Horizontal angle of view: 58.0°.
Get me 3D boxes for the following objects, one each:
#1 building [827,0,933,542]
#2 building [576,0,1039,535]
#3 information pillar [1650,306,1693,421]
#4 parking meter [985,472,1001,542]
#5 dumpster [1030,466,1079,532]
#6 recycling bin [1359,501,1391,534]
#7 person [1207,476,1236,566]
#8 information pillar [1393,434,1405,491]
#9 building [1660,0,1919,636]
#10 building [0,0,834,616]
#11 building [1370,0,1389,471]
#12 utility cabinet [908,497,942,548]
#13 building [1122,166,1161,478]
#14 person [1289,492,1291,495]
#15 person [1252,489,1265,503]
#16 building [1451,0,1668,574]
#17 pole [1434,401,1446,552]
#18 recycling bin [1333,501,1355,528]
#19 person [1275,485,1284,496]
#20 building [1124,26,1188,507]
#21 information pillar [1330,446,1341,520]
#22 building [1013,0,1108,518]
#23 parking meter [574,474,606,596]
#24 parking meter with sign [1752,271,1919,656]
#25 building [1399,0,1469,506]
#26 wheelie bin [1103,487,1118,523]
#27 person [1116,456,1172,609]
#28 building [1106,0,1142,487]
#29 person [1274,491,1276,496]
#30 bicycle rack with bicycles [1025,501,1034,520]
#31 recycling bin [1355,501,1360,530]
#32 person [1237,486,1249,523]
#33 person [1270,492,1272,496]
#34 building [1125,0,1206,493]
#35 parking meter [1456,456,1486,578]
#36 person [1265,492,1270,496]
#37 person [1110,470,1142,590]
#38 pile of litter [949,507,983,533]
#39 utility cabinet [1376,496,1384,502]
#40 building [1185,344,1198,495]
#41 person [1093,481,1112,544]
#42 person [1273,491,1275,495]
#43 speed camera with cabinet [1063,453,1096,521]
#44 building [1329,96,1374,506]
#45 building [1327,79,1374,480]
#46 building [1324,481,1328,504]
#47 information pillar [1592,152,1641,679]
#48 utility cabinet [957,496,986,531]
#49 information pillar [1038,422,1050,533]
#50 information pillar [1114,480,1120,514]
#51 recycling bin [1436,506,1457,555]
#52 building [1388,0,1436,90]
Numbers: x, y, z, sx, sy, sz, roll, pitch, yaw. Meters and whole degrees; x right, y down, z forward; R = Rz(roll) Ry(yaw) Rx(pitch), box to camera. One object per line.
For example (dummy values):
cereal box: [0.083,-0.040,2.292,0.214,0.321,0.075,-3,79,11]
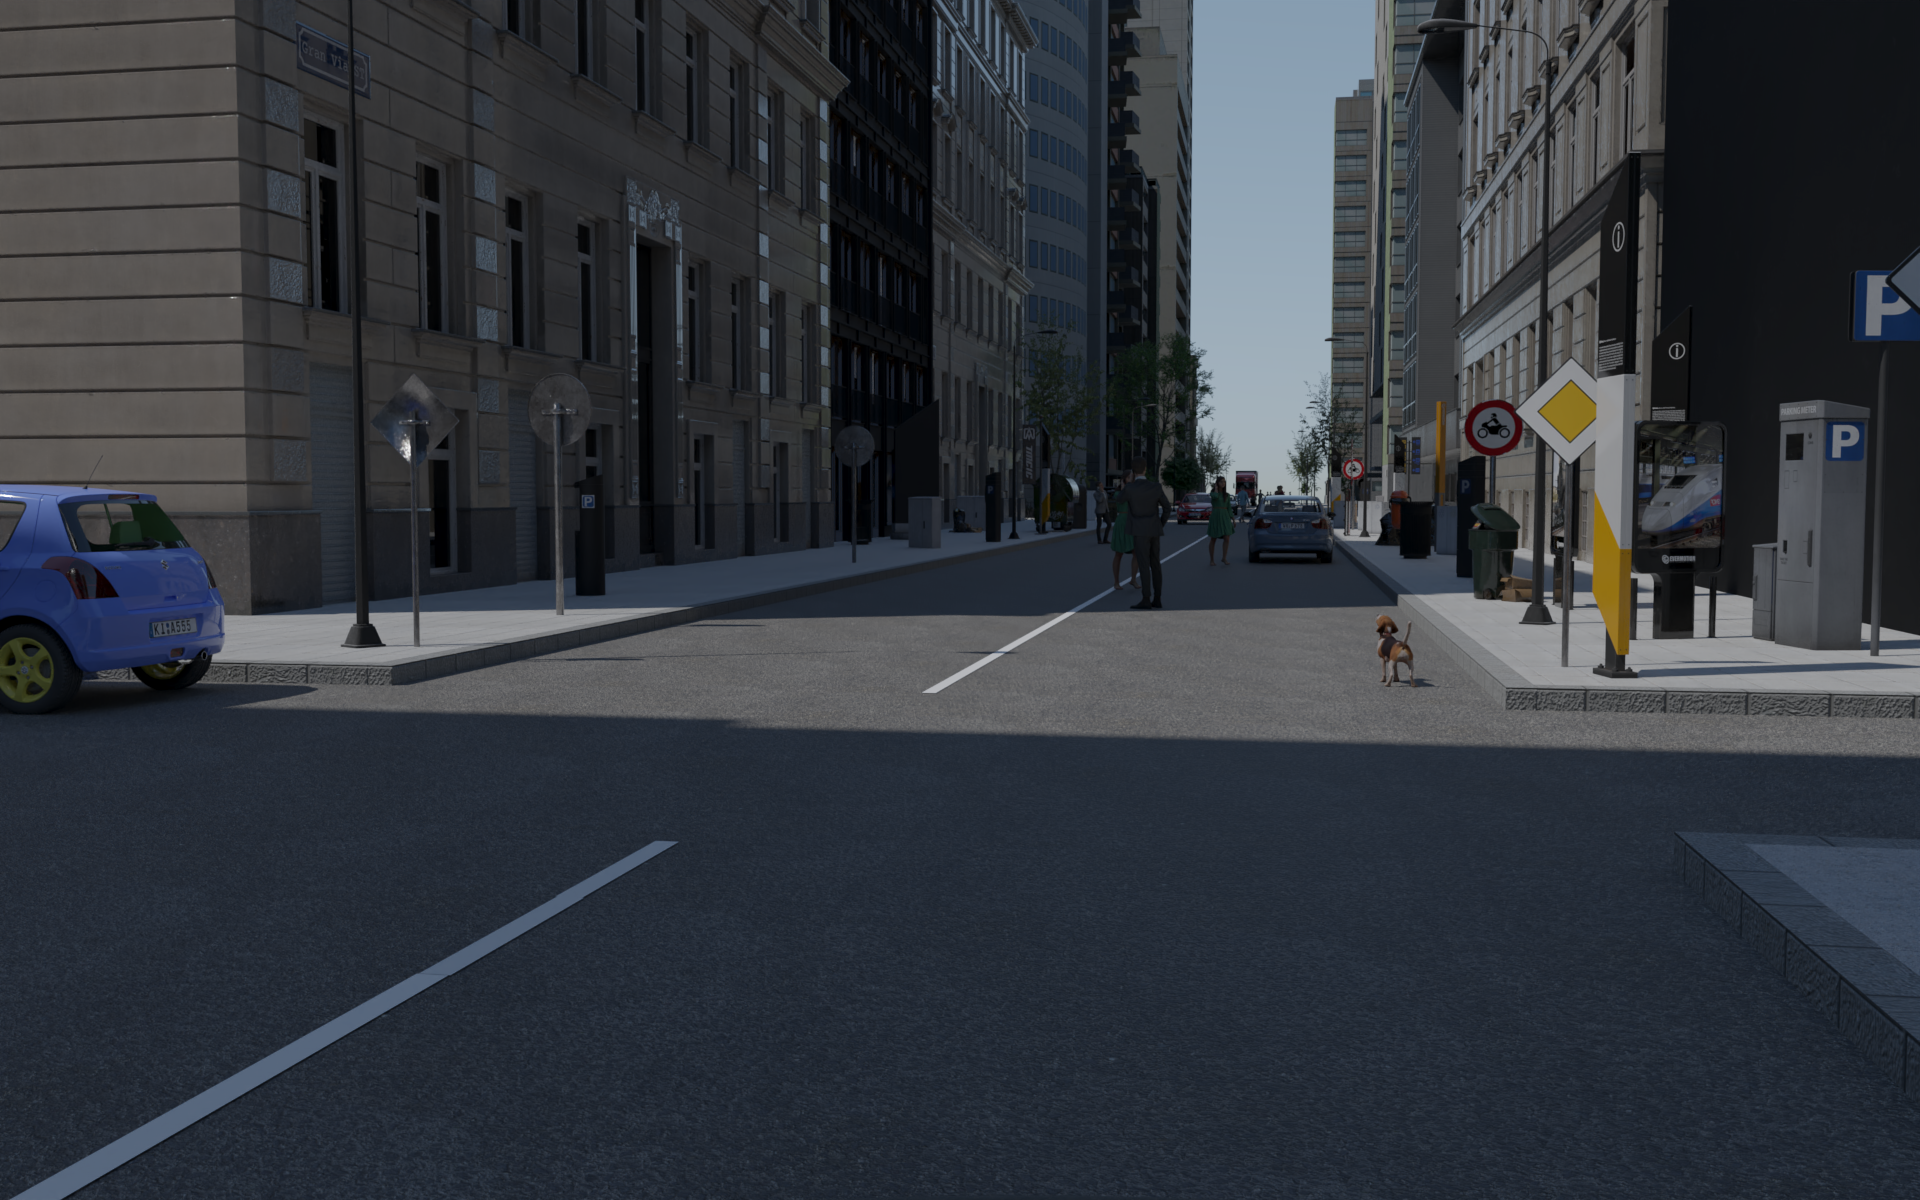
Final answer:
building: [-8.382,-13.523,50.778,12.332,23.373,15.834,1,4,10]
building: [-4.652,-16.728,70.767,12.463,27.353,25.104,1,4,10]
information pillar: [8.936,-1.862,21.792,0.183,3.616,0.504,-3,5,-43]
parking meter: [0.882,-2.483,46.311,0.399,1.863,0.255,3,5,40]
dumpster: [3.237,-3.476,59.325,1.502,2.255,1.985,1,4,10]
recycling bin: [13.528,-2.667,56.156,0.722,1.027,0.722,3,5,41]
person: [5.210,-1.587,34.696,0.600,1.795,0.529,-2,4,-27]
information pillar: [17.130,-4.665,67.624,0.504,3.616,0.183,-2,4,-25]
building: [17.402,-11.557,18.636,15.834,23.373,12.332,1,4,10]
building: [-10.804,-14.255,30.327,12.463,27.353,25.104,1,4,10]
building: [42.279,-32.267,116.802,28.713,52.752,27.495,1,4,10]
utility cabinet: [-0.849,-1.843,41.288,0.306,1.237,1.020,-2,4,-35]
building: [10.167,-23.332,153.182,14.160,30.474,14.107,1,4,10]
person: [36.969,-11.323,194.436,0.445,1.727,0.742,0,4,-8]
person: [24.692,-8.194,142.477,1.348,1.824,0.705,2,4,29]
building: [20.579,-12.627,39.741,16.112,22.955,30.059,1,4,10]
pole: [10.613,-2.717,38.265,0.158,3.312,0.155,0,3,0]
recycling bin: [14.602,-3.247,65.643,0.722,1.027,0.722,2,4,29]
person: [14.269,-4.212,77.341,0.573,1.828,0.580,-1,4,-22]
building: [13.083,-34.385,185.901,21.300,48.544,21.600,1,4,10]
information pillar: [18.439,-5.725,84.962,0.504,3.616,0.183,-1,4,-12]
building: [-2.985,-34.368,103.913,21.231,58.520,28.212,1,4,10]
parking meter: [-4.687,-0.827,21.927,0.372,1.533,0.369,0,3,0]
parking meter with sign: [7.209,-1.112,14.443,0.543,3.016,1.738,0,4,-2]
building: [25.951,-15.299,69.207,14.314,24.678,30.058,1,4,10]
wheelie bin: [6.821,-4.290,78.052,0.980,1.594,0.693,0,4,-5]
person: [2.283,-0.844,21.663,0.648,1.900,0.474,-2,4,-29]
building: [2.136,-29.223,132.416,22.147,44.769,28.867,1,4,10]
person: [33.788,-10.802,185.823,0.721,1.736,1.217,1,4,20]
bicycle rack with bicycles: [3.752,-4.502,86.991,2.852,0.926,2.925,-1,4,-12]
recycling bin: [14.525,-2.979,61.262,0.722,1.027,0.722,2,4,29]
person: [13.981,-4.744,85.927,0.748,1.841,0.638,-3,5,-39]
person: [41.231,-13.555,230.648,0.617,1.759,0.750,-3,5,-40]
building: [23.003,-48.678,234.136,20.563,71.187,20.611,1,4,10]
parking meter: [7.841,-1.278,26.600,0.255,1.863,0.399,-2,4,-27]
person: [36.566,-12.055,206.304,0.721,1.736,1.217,-2,4,-32]
person: [2.513,-1.053,25.959,0.600,1.795,0.529,-2,4,-34]
pile of litter: [0.200,-2.697,58.062,1.176,0.858,1.719,0,4,3]
utility cabinet: [16.729,-3.541,69.059,0.306,1.237,1.020,1,4,12]
building: [14.532,-22.449,212.088,27.650,21.520,28.899,1,4,10]
person: [4.114,-2.517,49.834,0.592,1.802,0.473,-2,4,-31]
person: [43.170,-14.004,237.455,1.348,1.826,0.705,2,4,30]
speed camera with cabinet: [5.550,-5.467,83.722,2.038,3.252,0.660,-1,4,-22]
building: [45.863,-30.393,180.514,14.154,41.232,14.086,1,4,10]
building: [55.219,-35.569,201.155,23.786,49.044,30.456,1,4,10]
building: [64.676,-32.750,227.338,32.217,40.220,23.993,1,4,10]
information pillar: [4.612,-1.274,12.178,0.183,3.616,0.504,0,4,-1]
utility cabinet: [0.409,-3.014,60.443,1.020,1.237,0.306,1,4,13]
information pillar: [2.766,-3.982,56.460,0.183,3.616,0.504,-2,4,-29]
information pillar: [7.961,-5.078,87.516,0.304,2.012,0.304,-3,5,-40]
recycling bin: [10.592,-1.474,36.658,0.722,1.027,0.722,-2,4,-25]
building: [31.235,-25.338,97.863,14.154,41.232,14.086,1,4,10]
